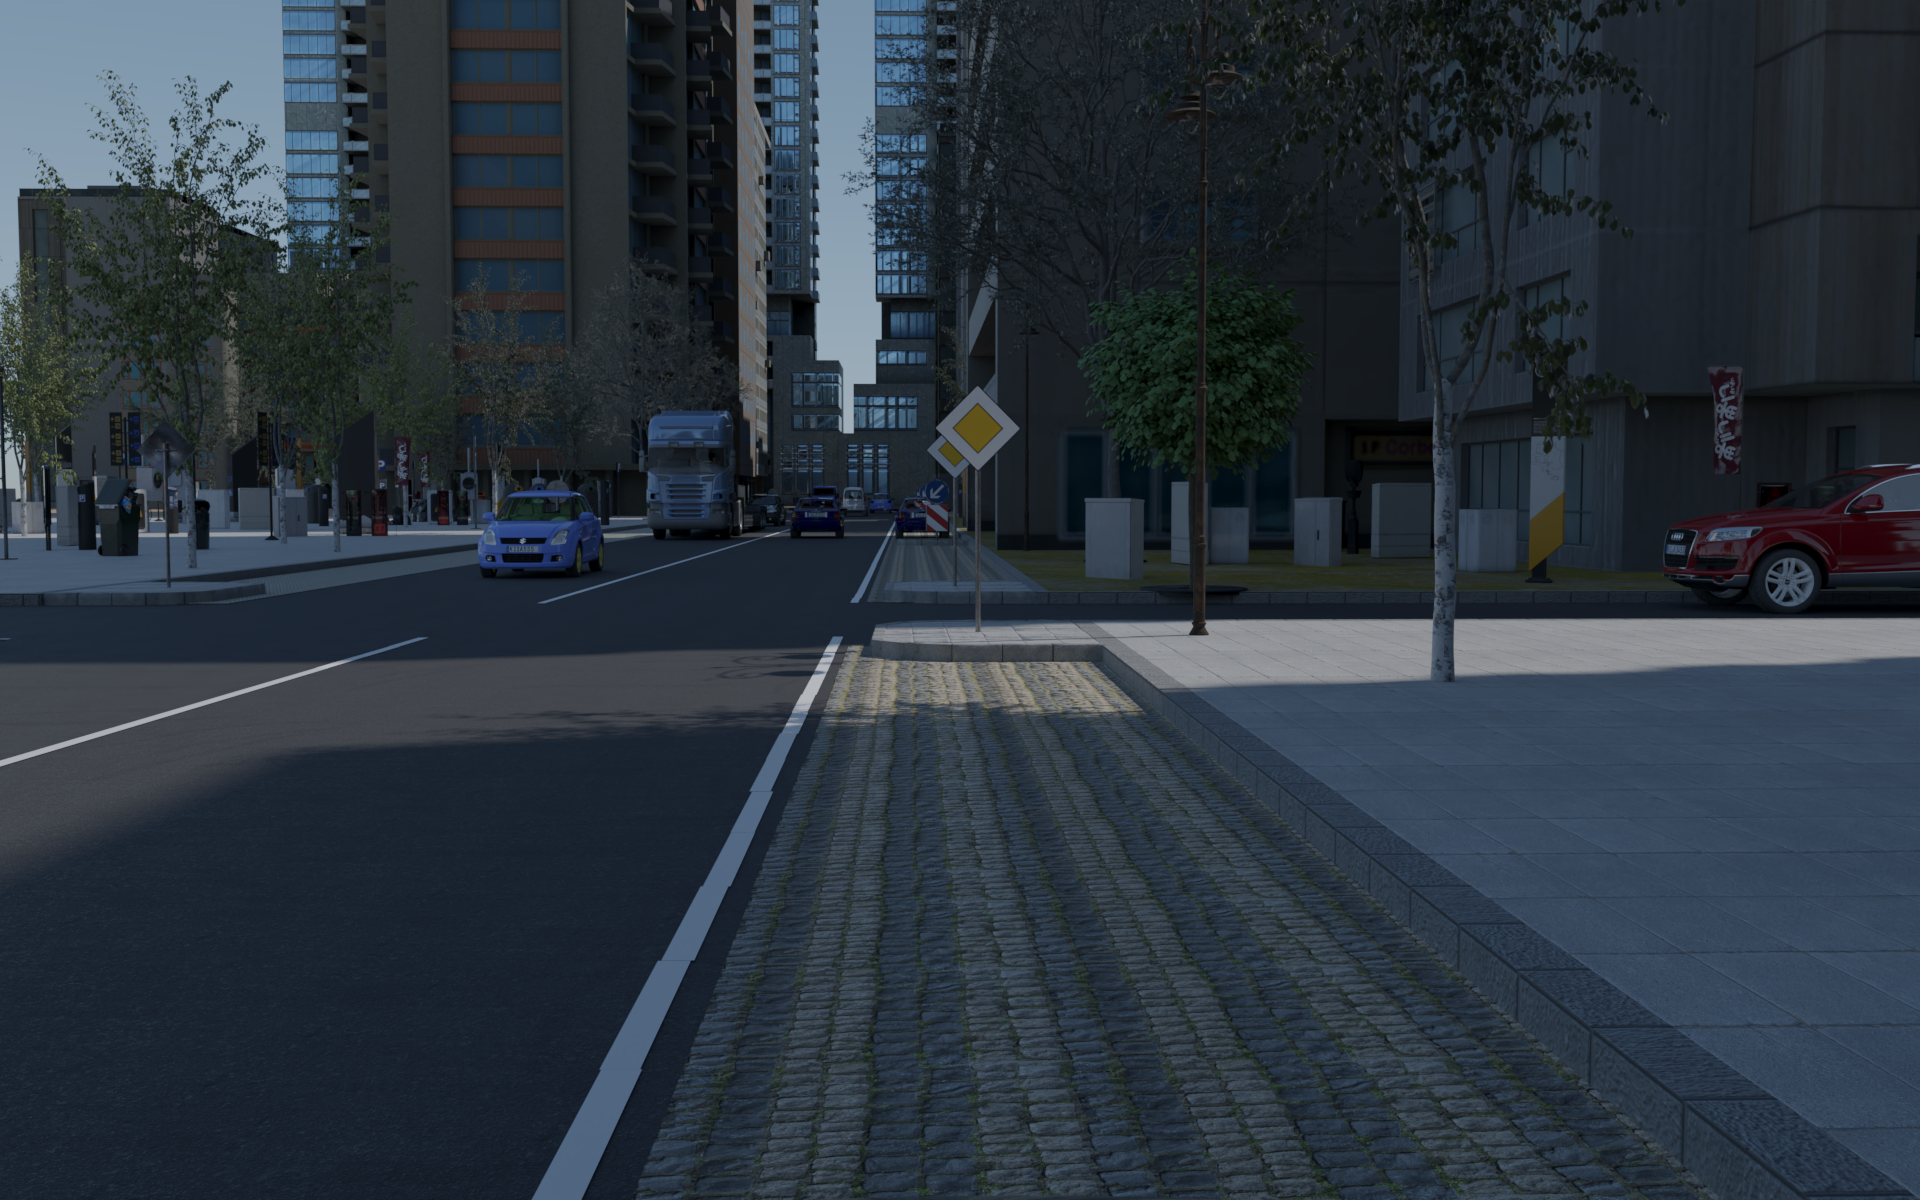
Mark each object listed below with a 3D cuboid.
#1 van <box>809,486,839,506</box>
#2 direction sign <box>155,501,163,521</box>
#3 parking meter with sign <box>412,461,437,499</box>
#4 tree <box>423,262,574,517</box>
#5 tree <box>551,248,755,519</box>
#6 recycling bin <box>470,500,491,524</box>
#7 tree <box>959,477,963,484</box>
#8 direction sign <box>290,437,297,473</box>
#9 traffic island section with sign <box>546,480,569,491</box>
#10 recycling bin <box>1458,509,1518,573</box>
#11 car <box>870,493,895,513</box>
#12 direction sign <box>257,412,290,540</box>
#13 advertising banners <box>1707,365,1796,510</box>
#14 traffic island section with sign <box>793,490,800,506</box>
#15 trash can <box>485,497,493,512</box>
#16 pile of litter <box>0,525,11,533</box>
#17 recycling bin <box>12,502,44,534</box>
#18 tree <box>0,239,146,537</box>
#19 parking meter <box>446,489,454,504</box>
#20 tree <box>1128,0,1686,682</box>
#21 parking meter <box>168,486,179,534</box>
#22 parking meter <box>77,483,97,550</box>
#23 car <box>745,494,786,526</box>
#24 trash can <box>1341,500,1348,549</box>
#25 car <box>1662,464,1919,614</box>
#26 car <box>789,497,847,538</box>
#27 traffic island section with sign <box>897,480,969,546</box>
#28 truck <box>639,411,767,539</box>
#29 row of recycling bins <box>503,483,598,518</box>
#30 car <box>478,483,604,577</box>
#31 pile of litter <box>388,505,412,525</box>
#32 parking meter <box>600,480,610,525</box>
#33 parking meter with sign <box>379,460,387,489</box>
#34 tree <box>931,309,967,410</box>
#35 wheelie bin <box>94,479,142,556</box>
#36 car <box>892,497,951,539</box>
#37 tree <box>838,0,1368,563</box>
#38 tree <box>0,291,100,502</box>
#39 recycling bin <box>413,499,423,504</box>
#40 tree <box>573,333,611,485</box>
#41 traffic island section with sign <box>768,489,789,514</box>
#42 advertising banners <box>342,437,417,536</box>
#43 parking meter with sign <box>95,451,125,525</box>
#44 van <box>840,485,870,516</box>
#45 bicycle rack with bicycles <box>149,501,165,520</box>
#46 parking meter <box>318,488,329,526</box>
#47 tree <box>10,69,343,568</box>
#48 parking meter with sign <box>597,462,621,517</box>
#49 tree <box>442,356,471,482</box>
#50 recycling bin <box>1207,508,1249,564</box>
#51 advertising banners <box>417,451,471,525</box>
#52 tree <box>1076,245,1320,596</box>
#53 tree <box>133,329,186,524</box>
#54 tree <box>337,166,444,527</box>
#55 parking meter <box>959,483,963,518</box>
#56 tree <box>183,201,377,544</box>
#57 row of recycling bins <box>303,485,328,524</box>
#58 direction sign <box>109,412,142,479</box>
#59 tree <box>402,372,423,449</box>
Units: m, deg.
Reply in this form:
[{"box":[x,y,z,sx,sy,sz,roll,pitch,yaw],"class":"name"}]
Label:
[{"box":[-10.020,-7.585,128.391,2.240,2.365,5.245,0,4,-2],"class":"van"},{"box":[-37.748,-5.473,81.485,0.379,3.537,0.876,-1,4,-14],"class":"direction sign"},{"box":[-28.446,-5.917,92.999,1.738,3.016,0.543,-1,4,-13],"class":"parking meter with sign"},{"box":[-14.837,-6.458,55.952,4.360,8.622,3.978,0,3,0],"class":"tree"},{"box":[-15.725,-10.846,87.709,12.009,13.543,11.850,0,3,0],"class":"tree"},{"box":[-20.678,-3.801,74.695,0.722,1.027,0.722,0,4,-4],"class":"recycling bin"},{"box":[0.639,-6.558,101.830,1.663,3.219,1.824,0,3,0],"class":"tree"},{"box":[-26.861,-4.719,69.146,0.876,3.537,0.379,-2,4,-35],"class":"direction sign"},{"box":[-11.283,-2.432,48.386,1.989,1.847,2.006,0,4,-2],"class":"traffic island section with sign"},{"box":[8.690,-0.977,28.524,0.722,1.027,0.722,-1,4,-8],"class":"recycling bin"},{"box":[-5.895,-7.400,130.576,1.945,1.707,3.694,0,3,0],"class":"car"},{"box":[-19.156,-3.431,48.099,0.379,3.537,0.876,1,4,19],"class":"direction sign"},{"box":[11.174,-1.683,23.702,2.074,3.025,0.090,0,4,-5],"class":"advertising banners"},{"box":[-14.351,-8.810,152.663,1.989,1.847,2.006,0,4,-2],"class":"traffic island section with sign"},{"box":[-24.058,-4.723,88.875,0.748,1.137,0.748,0,3,0],"class":"trash can"},{"box":[-32.210,-2.645,57.219,1.176,0.858,1.719,3,5,40],"class":"pile of litter"},{"box":[-30.180,-2.662,56.076,0.722,1.027,0.722,3,5,39],"class":"recycling bin"},{"box":[-28.062,-6.218,52.027,4.737,8.622,4.395,0,3,0],"class":"tree"},{"box":[-25.937,-4.872,88.061,0.372,1.533,0.369,0,3,0],"class":"parking meter"},{"box":[3.142,-3.736,11.451,4.360,8.622,3.978,0,3,0],"class":"tree"},{"box":[-25.473,-2.909,55.969,0.372,1.533,0.369,0,3,0],"class":"parking meter"},{"box":[-20.048,-1.917,39.758,0.372,1.533,0.369,0,3,0],"class":"parking meter"},{"box":[-8.848,-4.168,77.934,2.009,1.686,4.222,0,4,0],"class":"car"},{"box":[8.319,-1.661,38.810,0.748,1.137,0.748,0,3,0],"class":"trash can"},{"box":[11.519,-0.790,21.585,5.304,1.827,2.281,0,4,0],"class":"car"},{"box":[-4.715,-2.745,57.462,1.945,1.354,3.894,0,4,-3],"class":"car"},{"box":[-0.767,-2.450,48.684,1.989,1.847,2.006,0,4,-2],"class":"traffic island section with sign"},{"box":[-8.761,-4.404,61.770,2.967,4.110,18.799,0,4,-2],"class":"truck"},{"box":[-15.501,-3.578,65.613,3.534,1.692,1.069,-1,4,-11],"class":"row of recycling bins"},{"box":[-7.445,-1.305,30.932,1.945,1.707,3.694,0,4,-3],"class":"car"},{"box":[-23.402,-3.518,71.486,1.719,0.858,1.176,-3,4,-37],"class":"pile of litter"},{"box":[-14.533,-3.986,70.887,0.255,1.863,0.399,1,4,12],"class":"parking meter"},{"box":[-29.312,-5.595,87.743,0.543,3.016,1.738,-1,4,-21],"class":"parking meter with sign"},{"box":[1.062,-7.029,65.288,4.360,8.622,3.978,0,3,0],"class":"tree"},{"box":[-17.460,-1.714,35.933,0.980,1.594,0.693,1,4,20],"class":"wheelie bin"},{"box":[-1.239,-2.658,56.044,1.945,1.354,3.894,0,4,-3],"class":"car"},{"box":[2.851,-7.454,32.238,12.009,13.543,11.850,0,3,0],"class":"tree"},{"box":[-33.379,-6.878,62.812,4.360,8.622,3.978,0,3,0],"class":"tree"},{"box":[-26.253,-4.322,83.219,0.722,1.027,0.722,0,4,-4],"class":"recycling bin"},{"box":[-17.068,-7.582,74.334,4.360,8.622,3.978,0,3,0],"class":"tree"},{"box":[-13.556,-7.162,125.719,1.989,1.847,2.006,0,4,-2],"class":"traffic island section with sign"},{"box":[-17.729,-3.459,52.740,2.074,3.025,0.090,0,4,-7],"class":"advertising banners"},{"box":[-34.880,-4.561,70.841,1.738,3.016,0.543,2,4,29],"class":"parking meter with sign"},{"box":[-6.837,-6.443,112.359,2.013,2.044,4.112,0,4,-1],"class":"van"},{"box":[-39.691,-4.368,84.796,2.852,0.926,2.925,-2,4,-31],"class":"bicycle rack with bicycles"},{"box":[-25.341,-3.703,68.962,0.372,1.533,0.369,0,3,0],"class":"parking meter"},{"box":[-13.529,-4.851,29.679,4.737,8.622,4.395,0,3,0],"class":"tree"},{"box":[-19.660,-6.081,95.691,1.738,3.016,0.543,0,4,8],"class":"parking meter with sign"},{"box":[-21.195,-7.102,66.477,4.737,8.622,4.395,0,3,0],"class":"tree"},{"box":[4.923,-1.184,31.919,0.722,1.027,0.722,0,4,2],"class":"recycling bin"},{"box":[-21.173,-4.577,71.016,2.074,3.025,0.090,-1,4,-15],"class":"advertising banners"},{"box":[3.189,-2.407,23.072,4.285,4.588,4.351,0,3,0],"class":"tree"},{"box":[-33.649,-7.583,74.350,4.360,8.622,3.978,0,3,0],"class":"tree"},{"box":[-14.054,-5.366,38.100,4.737,8.622,4.395,0,3,0],"class":"tree"},{"box":[0.133,-5.393,93.887,0.255,1.863,0.399,-3,4,-37],"class":"parking meter"},{"box":[-17.261,-5.765,44.613,4.360,8.622,3.978,0,3,0],"class":"tree"},{"box":[-28.539,-4.247,76.548,1.069,1.692,3.534,-2,4,-28],"class":"row of recycling bins"},{"box":[-23.077,-3.422,47.953,0.876,3.537,0.379,0,4,5],"class":"direction sign"},{"box":[-28.778,-8.914,96.105,4.360,8.622,3.978,0,3,0],"class":"tree"}]
